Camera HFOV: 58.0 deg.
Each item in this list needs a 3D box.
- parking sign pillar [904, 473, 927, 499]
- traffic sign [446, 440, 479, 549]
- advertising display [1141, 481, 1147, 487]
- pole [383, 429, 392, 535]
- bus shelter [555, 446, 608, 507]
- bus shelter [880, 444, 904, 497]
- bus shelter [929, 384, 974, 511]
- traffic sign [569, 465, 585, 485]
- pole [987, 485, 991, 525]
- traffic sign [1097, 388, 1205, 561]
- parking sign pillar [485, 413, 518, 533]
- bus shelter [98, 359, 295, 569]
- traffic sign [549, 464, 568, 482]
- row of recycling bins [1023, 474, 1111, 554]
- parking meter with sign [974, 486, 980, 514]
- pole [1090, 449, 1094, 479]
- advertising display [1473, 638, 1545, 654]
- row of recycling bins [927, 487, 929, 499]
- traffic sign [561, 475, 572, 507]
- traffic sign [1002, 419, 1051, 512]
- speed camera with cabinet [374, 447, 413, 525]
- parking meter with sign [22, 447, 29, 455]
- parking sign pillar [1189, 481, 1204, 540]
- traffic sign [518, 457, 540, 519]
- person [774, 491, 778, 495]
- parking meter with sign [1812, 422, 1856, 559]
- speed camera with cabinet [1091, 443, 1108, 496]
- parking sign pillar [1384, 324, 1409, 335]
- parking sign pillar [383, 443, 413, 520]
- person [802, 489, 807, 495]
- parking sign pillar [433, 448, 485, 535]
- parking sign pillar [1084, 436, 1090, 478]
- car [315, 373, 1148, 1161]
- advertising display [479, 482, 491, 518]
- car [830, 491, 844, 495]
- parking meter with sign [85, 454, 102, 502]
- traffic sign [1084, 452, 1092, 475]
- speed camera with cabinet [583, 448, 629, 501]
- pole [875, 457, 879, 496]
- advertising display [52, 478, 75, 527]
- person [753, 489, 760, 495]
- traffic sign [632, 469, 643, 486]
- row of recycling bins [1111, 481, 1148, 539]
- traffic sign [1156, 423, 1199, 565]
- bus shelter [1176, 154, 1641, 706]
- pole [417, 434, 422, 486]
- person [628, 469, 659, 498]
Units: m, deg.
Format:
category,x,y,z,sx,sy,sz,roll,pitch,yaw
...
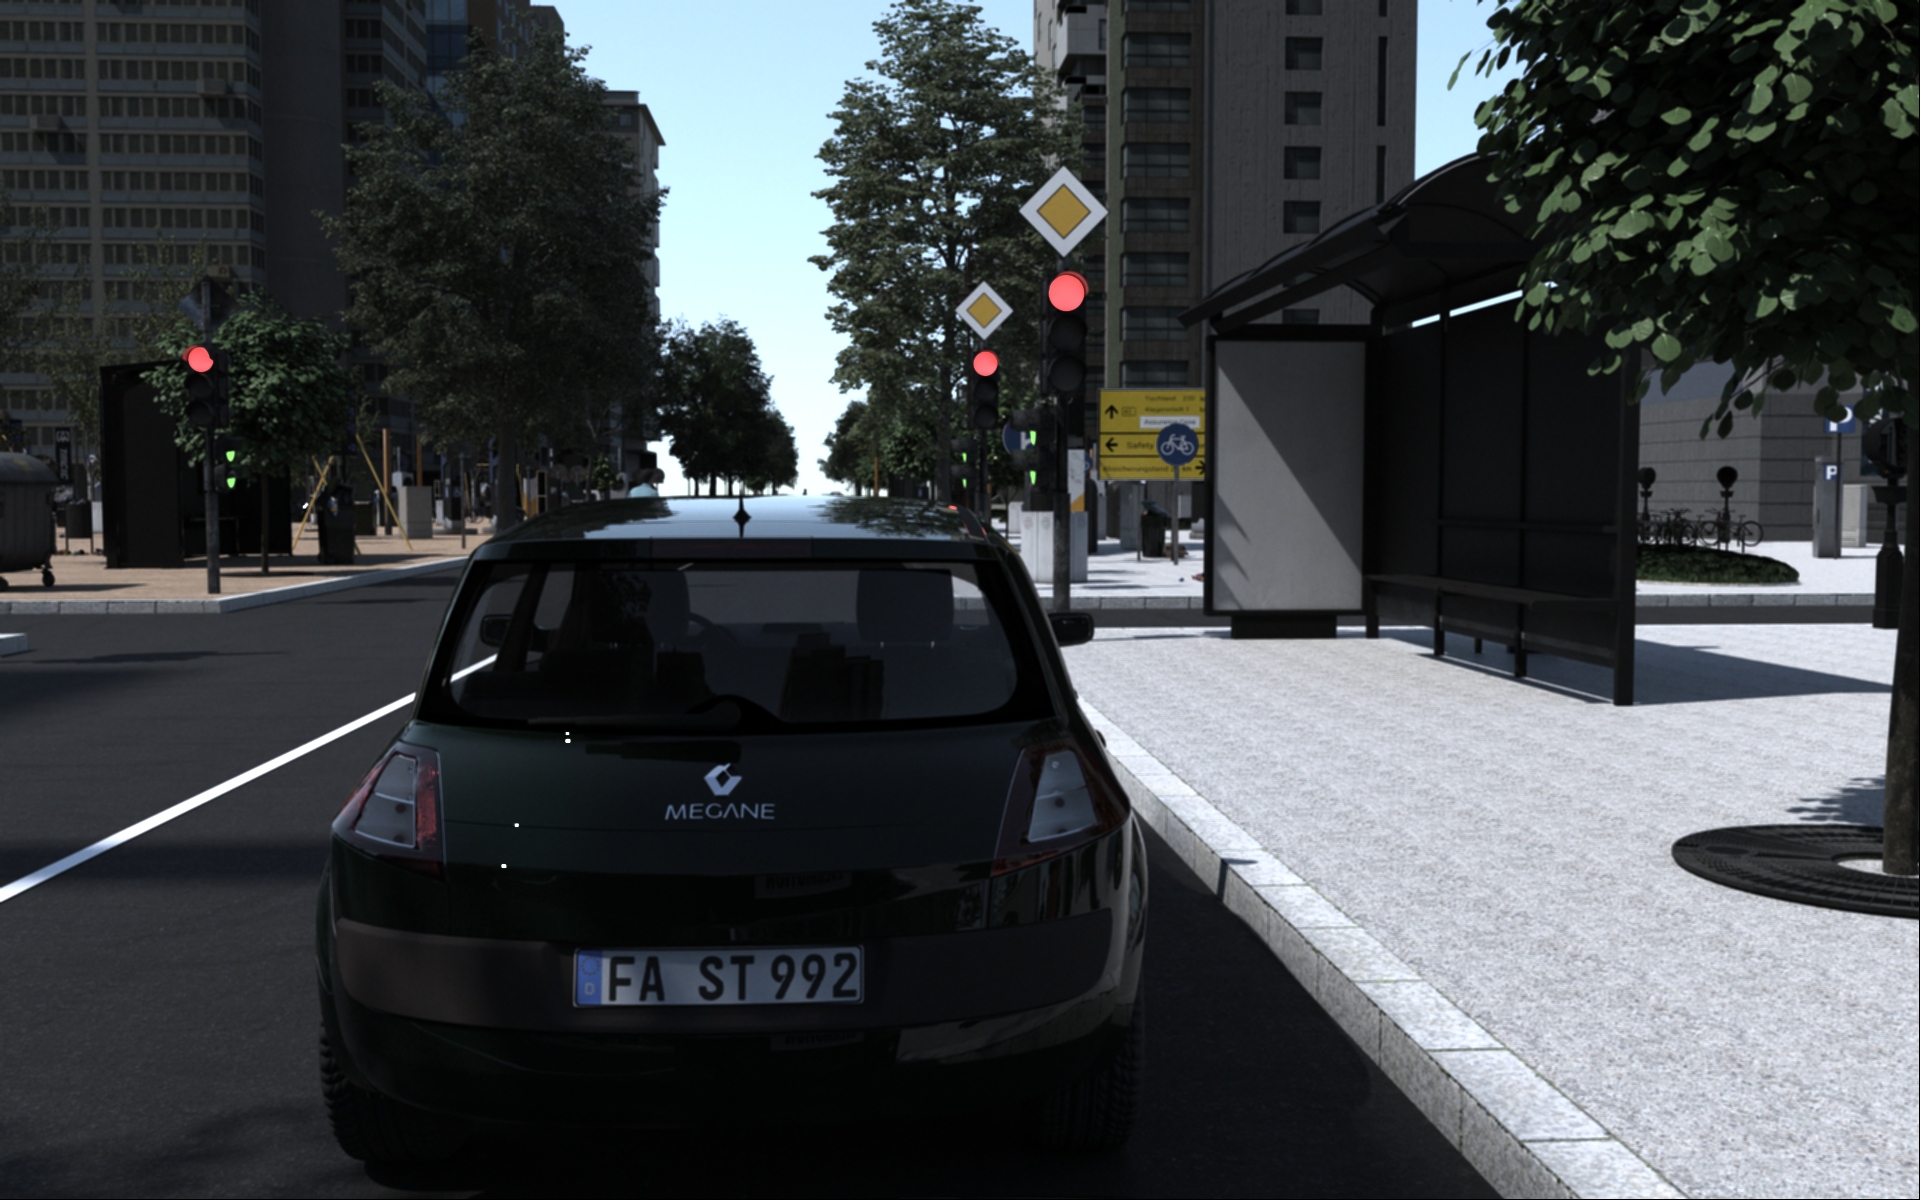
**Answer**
category,x,y,z,sx,sy,sz,roll,pitch,yaw
parking sign pillar,-1.832,-5.094,71.754,1.447,3.967,1.447,2,4,26
traffic sign,-11.665,-2.479,40.636,0.768,2.556,0.104,0,4,-1
advertising display,7.018,-3.921,69.321,0.974,1.923,0.123,2,4,24
pole,-17.884,-3.686,54.101,0.158,3.312,0.155,0,3,0
bus shelter,-18.575,-5.748,85.267,1.731,3.624,6.357,0,4,-4
bus shelter,-2.744,-5.427,80.018,1.731,3.624,6.357,0,4,-4
bus shelter,-0.155,-5.088,60.816,2.179,5.291,8.768,0,4,-4
traffic sign,-16.864,-4.665,76.381,0.768,2.556,0.104,0,4,1
pole,1.087,-4.401,65.807,0.158,3.312,0.155,0,3,0
traffic sign,3.767,-2.406,33.216,2.265,3.308,0.079,0,4,3
parking sign pillar,-15.059,-4.199,57.120,1.447,3.967,1.447,-3,4,-37
bus shelter,-14.102,-2.534,32.707,1.731,3.624,6.357,0,4,-4
traffic sign,-16.861,-4.444,72.765,0.768,2.556,0.104,0,4,-1
row of recycling bins,2.210,-1.823,36.921,1.069,1.692,3.534,1,4,19
parking meter with sign,0.627,-5.574,87.403,0.543,3.016,1.738,0,4,-1
pole,6.005,-5.194,78.769,0.158,3.312,0.155,0,3,0
advertising display,4.608,-0.532,13.916,0.974,1.923,0.123,0,4,3
row of recycling bins,-1.656,-5.394,95.298,1.069,1.692,3.534,1,4,15
traffic sign,-18.636,-4.962,81.134,0.884,2.594,0.081,0,4,4
traffic sign,1.040,-1.635,26.835,0.768,2.556,0.104,0,4,1
speed camera with cabinet,-23.569,-4.736,71.776,0.660,3.252,2.038,2,4,25
parking meter with sign,-34.793,-4.124,63.696,0.543,3.016,1.738,-1,4,-10
parking sign pillar,7.266,-3.721,49.306,1.447,3.967,1.447,3,4,36
traffic sign,-14.743,-3.617,59.237,0.768,2.556,0.104,0,4,-1
person,-19.562,-10.787,184.956,0.705,1.814,1.350,2,4,27
parking meter with sign,17.478,-2.356,34.781,0.543,3.016,1.738,1,4,17
speed camera with cabinet,5.256,-4.429,66.754,0.660,3.252,2.038,1,4,15
parking sign pillar,6.572,-2.228,24.902,1.447,3.967,1.447,3,5,42
parking sign pillar,-26.796,-5.759,82.627,1.447,3.967,1.447,-1,4,-20
person,-11.426,-7.317,128.118,0.705,1.826,1.348,-3,5,-41
parking sign pillar,-15.989,-4.045,54.615,1.447,3.967,1.447,-2,4,-28
parking sign pillar,5.918,-5.659,80.995,1.447,3.967,1.447,-1,4,-16
car,-0.534,0.283,5.153,2.009,1.686,4.222,0,4,-3
advertising display,-25.162,-5.341,92.534,0.974,1.923,0.123,0,4,-6
car,-17.815,-14.659,248.343,2.281,1.827,5.304,0,4,-5
parking meter with sign,-37.931,-4.907,76.487,0.543,3.016,1.738,0,4,-4
traffic sign,3.449,-3.069,50.286,0.768,2.556,0.104,0,4,2
speed camera with cabinet,-15.145,-4.843,73.511,2.038,3.252,0.660,0,4,2
pole,-4.599,-6.235,95.781,0.158,3.312,0.155,0,3,0
advertising display,-34.723,-3.774,66.917,0.123,1.923,0.974,3,4,36
person,-11.733,-5.538,99.714,0.551,1.740,0.621,2,4,25
traffic sign,-16.271,-5.372,87.942,0.768,2.556,0.104,0,4,1
row of recycling bins,4.826,-2.673,50.822,1.069,1.692,3.534,0,4,-2
traffic sign,3.905,-1.903,31.227,0.768,2.556,0.104,0,4,-2
bus shelter,3.129,-1.153,12.783,2.014,3.302,5.546,0,4,-4
pole,-18.470,-3.999,59.224,0.158,3.312,0.155,0,3,0
person,-4.913,-1.106,26.597,0.660,1.820,0.620,1,4,22
